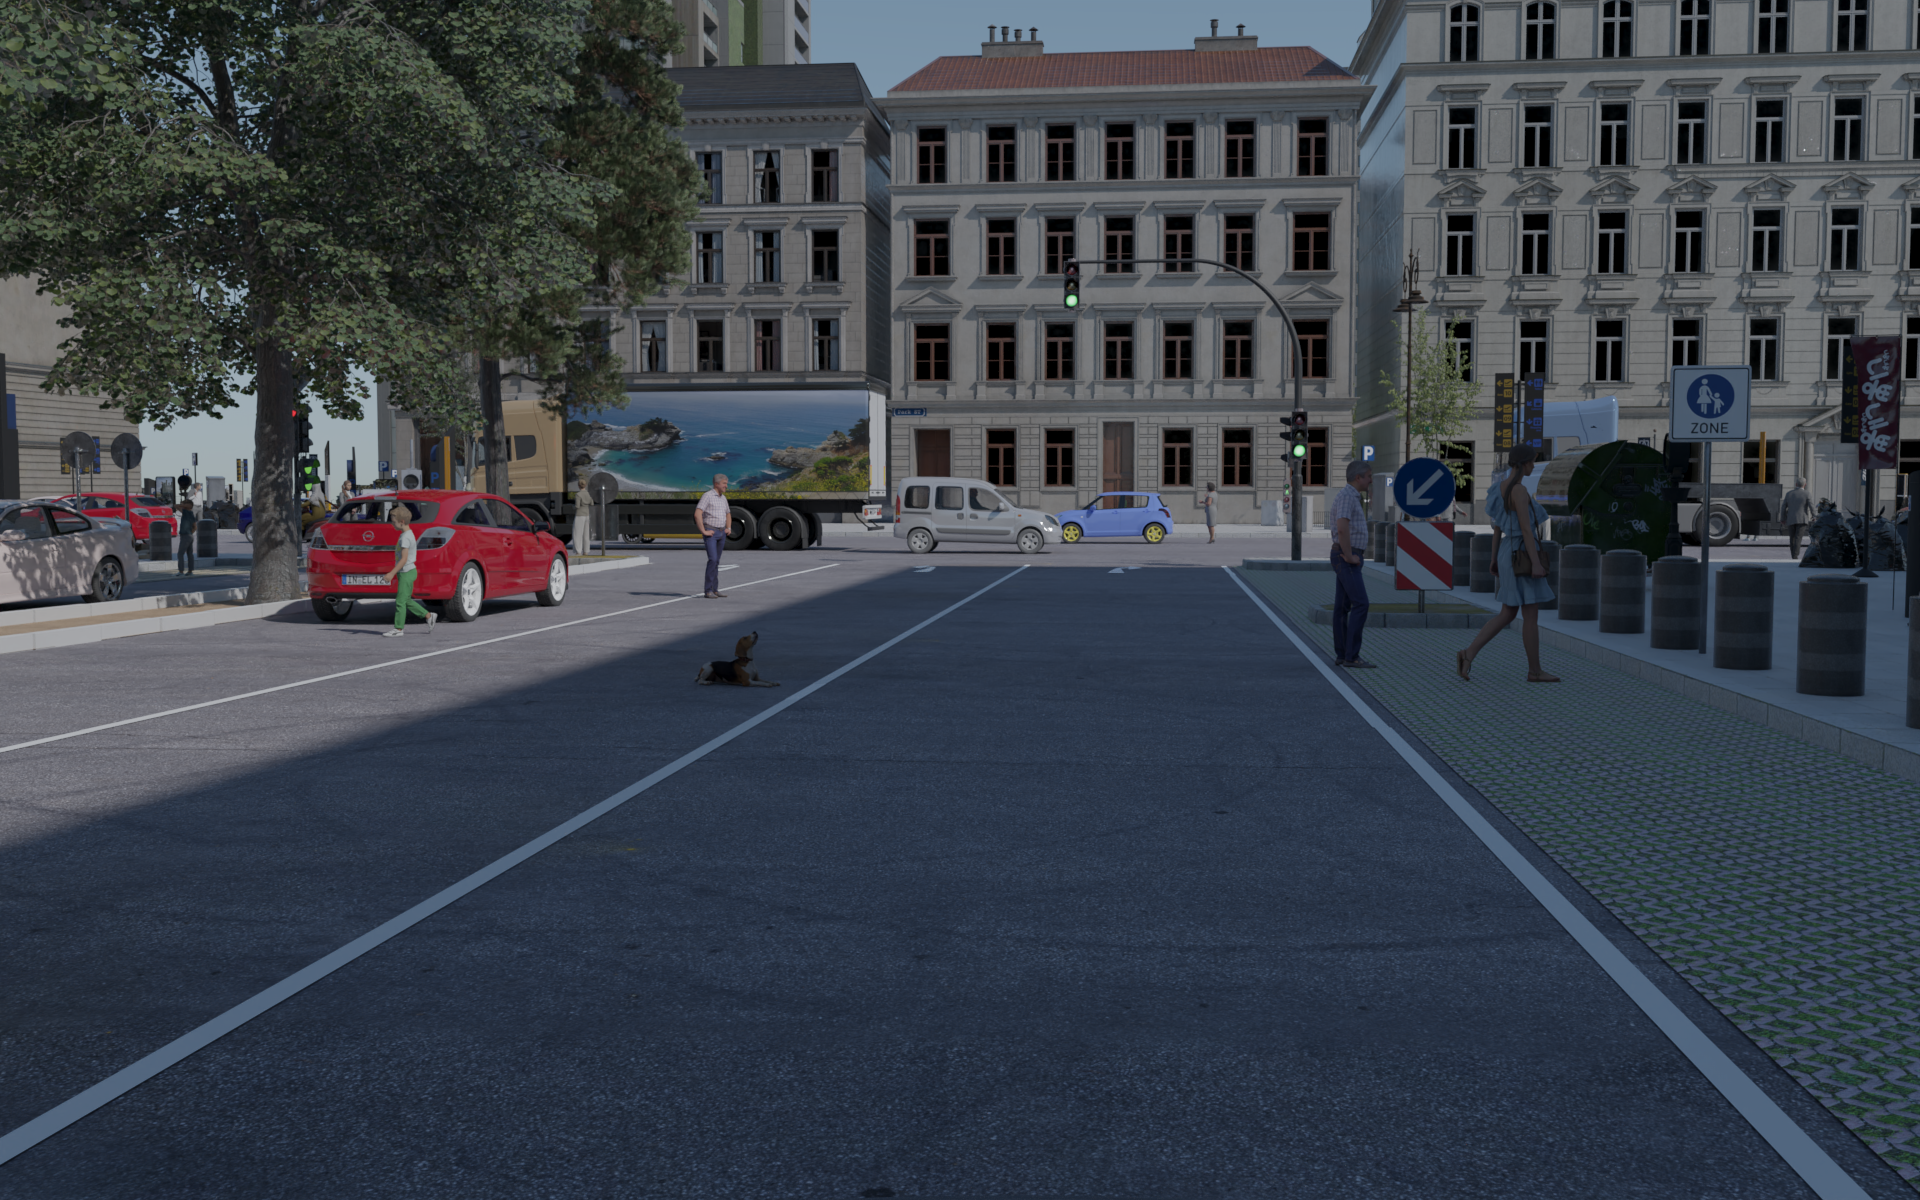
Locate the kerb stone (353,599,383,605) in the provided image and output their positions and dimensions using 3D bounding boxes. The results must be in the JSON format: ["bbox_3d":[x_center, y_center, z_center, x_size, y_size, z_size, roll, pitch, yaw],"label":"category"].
[{"bbox_3d":[-7.831,-0.018,22.557,0.120,0.150,1.000,0,4,6],"label":"kerb stone"}]

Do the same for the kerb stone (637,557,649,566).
[{"bbox_3d":[-6.459,-0.767,34.816,0.120,0.150,1.000,0,4,6],"label":"kerb stone"}]

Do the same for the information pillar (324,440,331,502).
[{"bbox_3d":[-27.675,-5.166,75.811,0.183,3.616,0.504,-3,4,-38],"label":"information pillar"}]

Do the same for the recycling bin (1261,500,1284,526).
[{"bbox_3d":[12.545,-3.484,69.516,0.722,1.027,0.722,2,4,31],"label":"recycling bin"}]

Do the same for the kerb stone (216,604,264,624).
[{"bbox_3d":[-8.175,0.165,19.491,0.120,0.150,1.000,0,4,6],"label":"kerb stone"}]

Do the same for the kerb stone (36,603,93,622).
[{"bbox_3d":[-10.255,0.152,19.705,0.120,0.150,1.000,0,4,6],"label":"kerb stone"}]

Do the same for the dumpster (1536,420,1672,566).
[{"bbox_3d":[8.827,-1.291,23.596,1.502,2.255,1.985,0,4,6],"label":"dumpster"}]

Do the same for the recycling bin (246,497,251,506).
[{"bbox_3d":[-52.584,-7.108,128.775,0.722,1.027,0.722,-3,5,-39],"label":"recycling bin"}]

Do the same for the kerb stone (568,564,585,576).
[{"bbox_3d":[-6.915,-0.523,30.741,0.120,0.150,1.000,0,4,6],"label":"kerb stone"}]

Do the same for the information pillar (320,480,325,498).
[{"bbox_3d":[-34.146,-5.406,92.876,0.304,2.012,0.304,-2,4,-24],"label":"information pillar"}]

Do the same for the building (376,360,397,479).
[{"bbox_3d":[-50.675,-30.261,178.365,14.086,41.232,14.154,0,4,6],"label":"building"}]

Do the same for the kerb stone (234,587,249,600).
[{"bbox_3d":[-9.799,-0.098,23.806,0.120,0.150,1.000,0,4,6],"label":"kerb stone"}]

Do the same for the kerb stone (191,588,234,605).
[{"bbox_3d":[-9.908,-0.036,22.786,0.120,0.150,1.000,0,4,6],"label":"kerb stone"}]

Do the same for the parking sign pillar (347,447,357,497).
[{"bbox_3d":[-34.286,-6.678,97.664,1.447,3.967,1.447,-1,4,-21],"label":"parking sign pillar"}]

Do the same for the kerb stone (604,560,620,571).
[{"bbox_3d":[-6.688,-0.647,32.778,0.120,0.150,1.000,0,4,6],"label":"kerb stone"}]

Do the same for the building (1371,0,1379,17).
[{"bbox_3d":[49.565,-34.028,145.603,28.713,52.752,27.495,0,4,6],"label":"building"}]

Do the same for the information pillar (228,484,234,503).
[{"bbox_3d":[-51.929,-7.273,123.399,0.304,2.012,0.304,-1,4,-17],"label":"information pillar"}]

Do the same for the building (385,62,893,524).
[{"bbox_3d":[-23.419,-14.074,81.017,40.483,20.767,10.553,0,4,6],"label":"building"}]

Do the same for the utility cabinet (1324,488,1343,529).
[{"bbox_3d":[13.515,-3.255,61.895,0.318,1.500,1.173,-2,4,-26],"label":"utility cabinet"}]

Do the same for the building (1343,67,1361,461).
[{"bbox_3d":[53.580,-42.475,236.462,28.212,58.520,21.231,0,4,6],"label":"building"}]

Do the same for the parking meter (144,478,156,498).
[{"bbox_3d":[-34.450,-4.153,73.620,0.255,1.863,0.399,-1,4,-10],"label":"parking meter"}]

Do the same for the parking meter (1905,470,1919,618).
[{"bbox_3d":[9.999,-0.580,17.898,0.372,1.533,0.369,0,3,0],"label":"parking meter"}]

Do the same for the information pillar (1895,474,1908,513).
[{"bbox_3d":[34.104,-3.563,62.755,0.304,2.012,0.304,3,5,41],"label":"information pillar"}]

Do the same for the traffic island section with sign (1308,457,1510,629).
[{"bbox_3d":[4.942,-0.654,19.314,1.989,1.847,2.006,0,4,6],"label":"traffic island section with sign"}]

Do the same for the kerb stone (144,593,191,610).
[{"bbox_3d":[-10.026,0.027,21.751,0.120,0.150,1.000,0,4,6],"label":"kerb stone"}]

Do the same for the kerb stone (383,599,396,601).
[{"bbox_3d":[-7.710,-0.085,23.577,0.120,0.150,1.000,0,4,6],"label":"kerb stone"}]

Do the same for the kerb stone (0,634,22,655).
[{"bbox_3d":[-8.621,0.416,15.399,0.120,0.150,1.000,0,4,6],"label":"kerb stone"}]

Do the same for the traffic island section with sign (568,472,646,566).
[{"bbox_3d":[-7.458,-1.659,35.264,2.006,1.907,1.989,0,4,6],"label":"traffic island section with sign"}]

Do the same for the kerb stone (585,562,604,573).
[{"bbox_3d":[-6.795,-0.582,31.759,0.120,0.150,1.000,0,4,6],"label":"kerb stone"}]

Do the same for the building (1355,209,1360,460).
[{"bbox_3d":[45.419,-24.239,168.001,14.160,30.474,14.107,0,4,6],"label":"building"}]

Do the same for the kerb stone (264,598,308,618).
[{"bbox_3d":[-8.056,0.103,20.509,0.120,0.150,1.000,0,4,6],"label":"kerb stone"}]

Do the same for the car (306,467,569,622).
[{"bbox_3d":[-6.158,-0.726,20.910,2.155,1.783,4.494,0,4,7],"label":"car"}]

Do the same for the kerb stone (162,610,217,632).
[{"bbox_3d":[-8.277,0.232,18.471,0.120,0.150,1.000,0,4,6],"label":"kerb stone"}]

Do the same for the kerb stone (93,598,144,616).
[{"bbox_3d":[-10.142,0.098,20.724,0.120,0.150,1.000,0,4,6],"label":"kerb stone"}]

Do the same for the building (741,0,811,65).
[{"bbox_3d":[-29.355,-38.516,171.738,28.212,58.520,21.231,0,4,6],"label":"building"}]

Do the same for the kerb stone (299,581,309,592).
[{"bbox_3d":[-9.577,-0.224,25.851,0.120,0.150,1.000,0,4,6],"label":"kerb stone"}]

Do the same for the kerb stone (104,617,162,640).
[{"bbox_3d":[-8.407,0.293,17.454,0.120,0.150,1.000,0,4,6],"label":"kerb stone"}]

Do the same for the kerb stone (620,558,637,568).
[{"bbox_3d":[-6.569,-0.706,33.797,0.120,0.150,1.000,0,4,6],"label":"kerb stone"}]

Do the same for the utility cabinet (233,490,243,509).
[{"bbox_3d":[-41.080,-5.501,98.616,0.318,1.500,1.173,-2,4,-32],"label":"utility cabinet"}]

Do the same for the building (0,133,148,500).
[{"bbox_3d":[-60.782,-16.328,86.045,34.723,24.649,14.460,0,4,6],"label":"building"}]

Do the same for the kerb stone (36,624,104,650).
[{"bbox_3d":[-8.504,0.353,16.428,0.120,0.150,1.000,0,4,6],"label":"kerb stone"}]

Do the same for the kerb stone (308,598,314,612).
[{"bbox_3d":[-7.940,0.042,21.528,0.120,0.150,1.000,0,4,6],"label":"kerb stone"}]

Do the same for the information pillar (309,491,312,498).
[{"bbox_3d":[-46.034,-8.027,122.593,0.183,3.616,0.504,2,4,32],"label":"information pillar"}]

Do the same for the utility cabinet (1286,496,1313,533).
[{"bbox_3d":[11.414,-2.880,58.242,0.306,1.237,1.020,-2,4,-30],"label":"utility cabinet"}]

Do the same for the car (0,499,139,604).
[{"bbox_3d":[-12.003,-0.533,21.082,2.083,1.381,4.827,0,4,6],"label":"car"}]

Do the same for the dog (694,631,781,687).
[{"bbox_3d":[-1.702,0.435,13.084,0.550,0.427,0.748,-1,4,-22],"label":"dog"}]

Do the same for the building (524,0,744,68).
[{"bbox_3d":[-25.305,-27.670,136.006,14.154,41.232,14.086,0,4,6],"label":"building"}]

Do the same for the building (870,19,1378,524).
[{"bbox_3d":[7.327,-14.829,78.613,21.152,22.565,11.583,0,4,6],"label":"building"}]

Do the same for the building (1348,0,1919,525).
[{"bbox_3d":[40.412,-18.357,76.555,44.131,29.872,17.030,0,4,6],"label":"building"}]

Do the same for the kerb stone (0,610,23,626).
[{"bbox_3d":[-10.375,0.216,18.684,0.120,0.150,1.000,0,4,6],"label":"kerb stone"}]
